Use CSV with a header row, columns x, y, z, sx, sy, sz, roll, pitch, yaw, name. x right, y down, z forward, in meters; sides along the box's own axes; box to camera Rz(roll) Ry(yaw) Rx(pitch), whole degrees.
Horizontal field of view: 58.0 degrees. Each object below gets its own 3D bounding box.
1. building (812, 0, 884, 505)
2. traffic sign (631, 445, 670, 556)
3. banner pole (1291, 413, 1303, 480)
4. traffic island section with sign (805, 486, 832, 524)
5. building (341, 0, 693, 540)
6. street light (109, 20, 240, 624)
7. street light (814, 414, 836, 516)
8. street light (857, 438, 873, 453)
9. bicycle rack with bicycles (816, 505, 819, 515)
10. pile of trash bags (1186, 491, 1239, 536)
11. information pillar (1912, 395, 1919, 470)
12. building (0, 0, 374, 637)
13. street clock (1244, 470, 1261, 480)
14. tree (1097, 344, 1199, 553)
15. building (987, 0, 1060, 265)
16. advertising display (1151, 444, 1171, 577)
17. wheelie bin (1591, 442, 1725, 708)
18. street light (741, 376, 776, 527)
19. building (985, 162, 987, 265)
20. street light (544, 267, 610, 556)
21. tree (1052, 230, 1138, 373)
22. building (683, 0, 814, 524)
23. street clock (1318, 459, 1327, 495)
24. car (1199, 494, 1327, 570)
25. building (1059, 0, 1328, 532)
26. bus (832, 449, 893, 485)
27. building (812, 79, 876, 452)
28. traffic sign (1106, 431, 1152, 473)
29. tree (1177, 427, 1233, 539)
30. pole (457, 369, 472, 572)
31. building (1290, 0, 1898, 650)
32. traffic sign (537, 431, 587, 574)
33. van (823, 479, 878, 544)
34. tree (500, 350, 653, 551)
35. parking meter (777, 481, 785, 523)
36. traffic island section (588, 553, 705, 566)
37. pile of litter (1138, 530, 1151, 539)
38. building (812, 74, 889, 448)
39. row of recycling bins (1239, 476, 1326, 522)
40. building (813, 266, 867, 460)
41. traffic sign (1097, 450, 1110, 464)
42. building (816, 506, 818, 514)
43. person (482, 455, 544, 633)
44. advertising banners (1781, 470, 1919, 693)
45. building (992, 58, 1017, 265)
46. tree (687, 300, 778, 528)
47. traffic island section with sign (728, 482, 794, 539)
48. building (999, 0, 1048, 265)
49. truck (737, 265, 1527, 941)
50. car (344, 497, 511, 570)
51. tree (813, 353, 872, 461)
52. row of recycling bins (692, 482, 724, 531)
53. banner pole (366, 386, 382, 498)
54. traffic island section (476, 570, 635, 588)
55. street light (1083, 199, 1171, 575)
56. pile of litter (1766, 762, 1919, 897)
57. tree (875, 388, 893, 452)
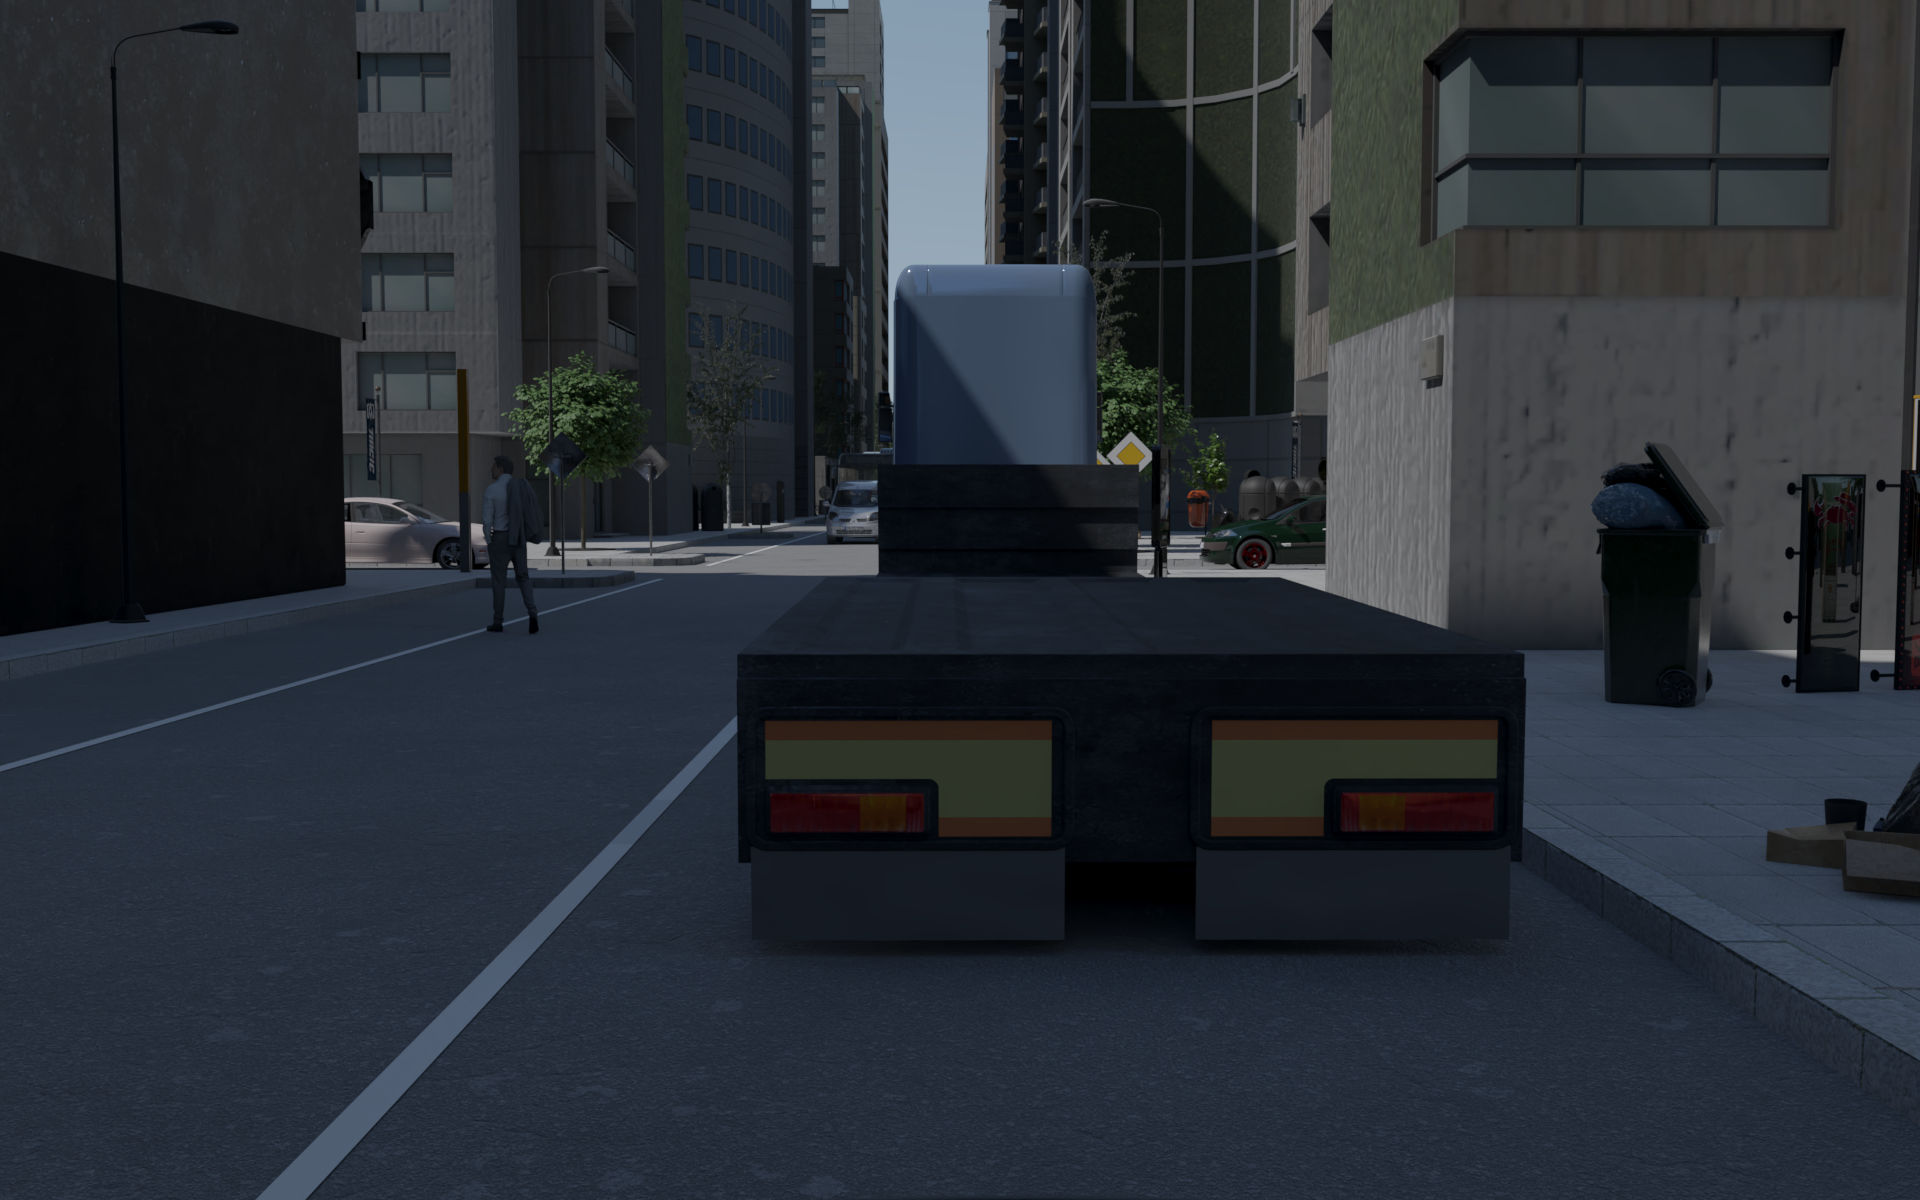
x,y,z,sx,sy,sz,roll,pitch,yaw,name
-19.325,-49.984,255.484,20.563,71.187,20.611,0,3,0,building
-6.378,-1.962,35.723,0.795,2.450,0.064,0,3,0,traffic sign
10.377,-3.874,53.354,0.401,3.779,0.863,2,4,35,banner pole
-6.501,-4.629,84.309,1.989,1.847,2.006,0,3,0,traffic island section with sign
-16.034,-22.436,50.416,14.154,41.232,14.086,0,3,0,building
-7.764,-2.727,17.136,1.470,5.913,1.316,0,3,0,street light
-7.927,-7.845,100.802,1.470,5.913,1.316,0,3,0,street light
-7.999,-10.526,144.647,1.470,5.913,1.316,0,3,0,street light
-9.522,-5.534,103.857,2.852,0.926,2.925,3,5,42,bicycle rack with bicycles
7.155,-2.135,44.663,3.447,1.369,1.912,-3,4,-38,pile of trash bags
7.284,-0.511,12.852,0.304,2.012,0.304,-2,4,-23,information pillar
-16.958,-9.242,18.566,16.811,18.784,16.820,0,3,0,building
8.709,-2.879,51.648,0.471,2.002,0.358,-1,4,-22,street clock
3.552,-3.322,38.024,4.285,4.588,4.351,0,3,0,tree
13.783,-40.770,208.594,21.231,58.520,28.212,0,3,0,building
2.656,-1.080,22.879,0.123,1.923,0.974,1,4,15,advertising display
4.285,-0.169,10.677,0.693,1.594,0.980,2,4,31,wheelie bin
-7.949,-5.861,68.369,1.470,5.913,1.316,0,3,0,street light
14.133,-37.338,234.181,21.300,48.544,21.600,0,3,0,building
-7.867,-3.856,35.590,1.470,5.913,1.316,0,3,0,street light
3.111,-6.010,48.627,4.360,8.622,3.978,0,3,0,tree
-18.946,-33.206,84.923,21.231,58.520,28.212,0,3,0,building
7.586,-1.903,35.681,0.358,2.002,0.471,-1,4,-22,street clock
6.567,-1.367,32.143,4.222,1.686,2.009,0,4,1,car
12.231,-38.171,62.346,20.563,71.187,20.611,0,3,0,building
-3.285,-4.638,70.685,2.948,3.499,13.247,0,4,0,bus
-15.492,-29.554,166.809,14.154,41.232,14.086,0,3,0,building
2.730,-1.473,27.733,0.795,2.450,0.064,0,3,0,traffic sign
7.365,-3.381,49.874,1.663,3.219,1.824,0,3,0,tree
-8.106,-2.109,28.324,0.158,3.312,0.155,0,3,0,pole
11.015,-15.196,20.151,14.160,30.474,14.107,0,3,0,building
-6.364,-1.474,27.738,0.795,2.450,0.064,0,3,0,traffic sign
-2.965,-2.675,50.745,2.013,2.044,4.112,0,4,1,van
-8.699,-3.412,39.506,4.285,4.588,4.351,0,3,0,tree
-7.975,-4.360,77.004,0.255,1.863,0.399,1,4,13,parking meter
-6.401,-0.826,35.784,2.009,0.180,2.903,0,3,0,traffic island section
4.663,-2.160,49.289,1.719,0.858,1.176,1,4,14,pile of litter
-19.480,-35.520,204.456,21.300,48.544,21.600,0,3,0,building
7.848,-2.081,41.140,1.069,1.692,3.534,3,5,42,row of recycling bins
-22.447,-18.404,145.947,27.650,21.520,28.899,0,3,0,building
2.716,-1.962,35.718,0.795,2.450,0.064,0,3,0,traffic sign
-18.899,-41.681,119.728,20.563,71.187,20.611,0,3,0,building
-4.612,-0.568,17.882,0.679,1.850,0.850,-3,5,-43,person
6.322,-0.923,11.281,2.074,3.025,0.090,-1,4,-13,advertising banners
10.315,-32.367,179.318,14.600,45.320,14.200,0,3,0,building
-8.908,-6.999,64.796,4.360,8.622,3.978,0,3,0,tree
-6.444,-2.916,56.309,1.989,1.847,2.006,0,3,0,traffic island section with sign
14.069,-28.974,128.352,22.147,44.769,28.867,0,3,0,building
0.457,-1.517,14.568,2.967,4.110,18.799,0,4,0,truck
-10.765,-1.236,32.575,4.827,1.381,2.083,0,4,-2,car
-9.595,-10.538,106.710,8.767,10.594,7.601,0,4,-7,tree
-9.920,-3.235,60.010,3.534,1.692,1.069,0,4,4,row of recycling bins
-13.530,-3.060,40.051,0.401,3.779,0.863,0,4,7,banner pole
-6.388,-0.338,27.799,2.009,0.180,2.903,0,3,0,traffic island section
2.638,-3.358,27.439,1.470,5.913,1.316,0,3,0,street light
3.396,0.513,5.576,1.176,0.858,1.719,0,4,-7,pile of litter
-9.314,-16.531,187.290,9.611,12.733,9.660,0,3,0,tree
